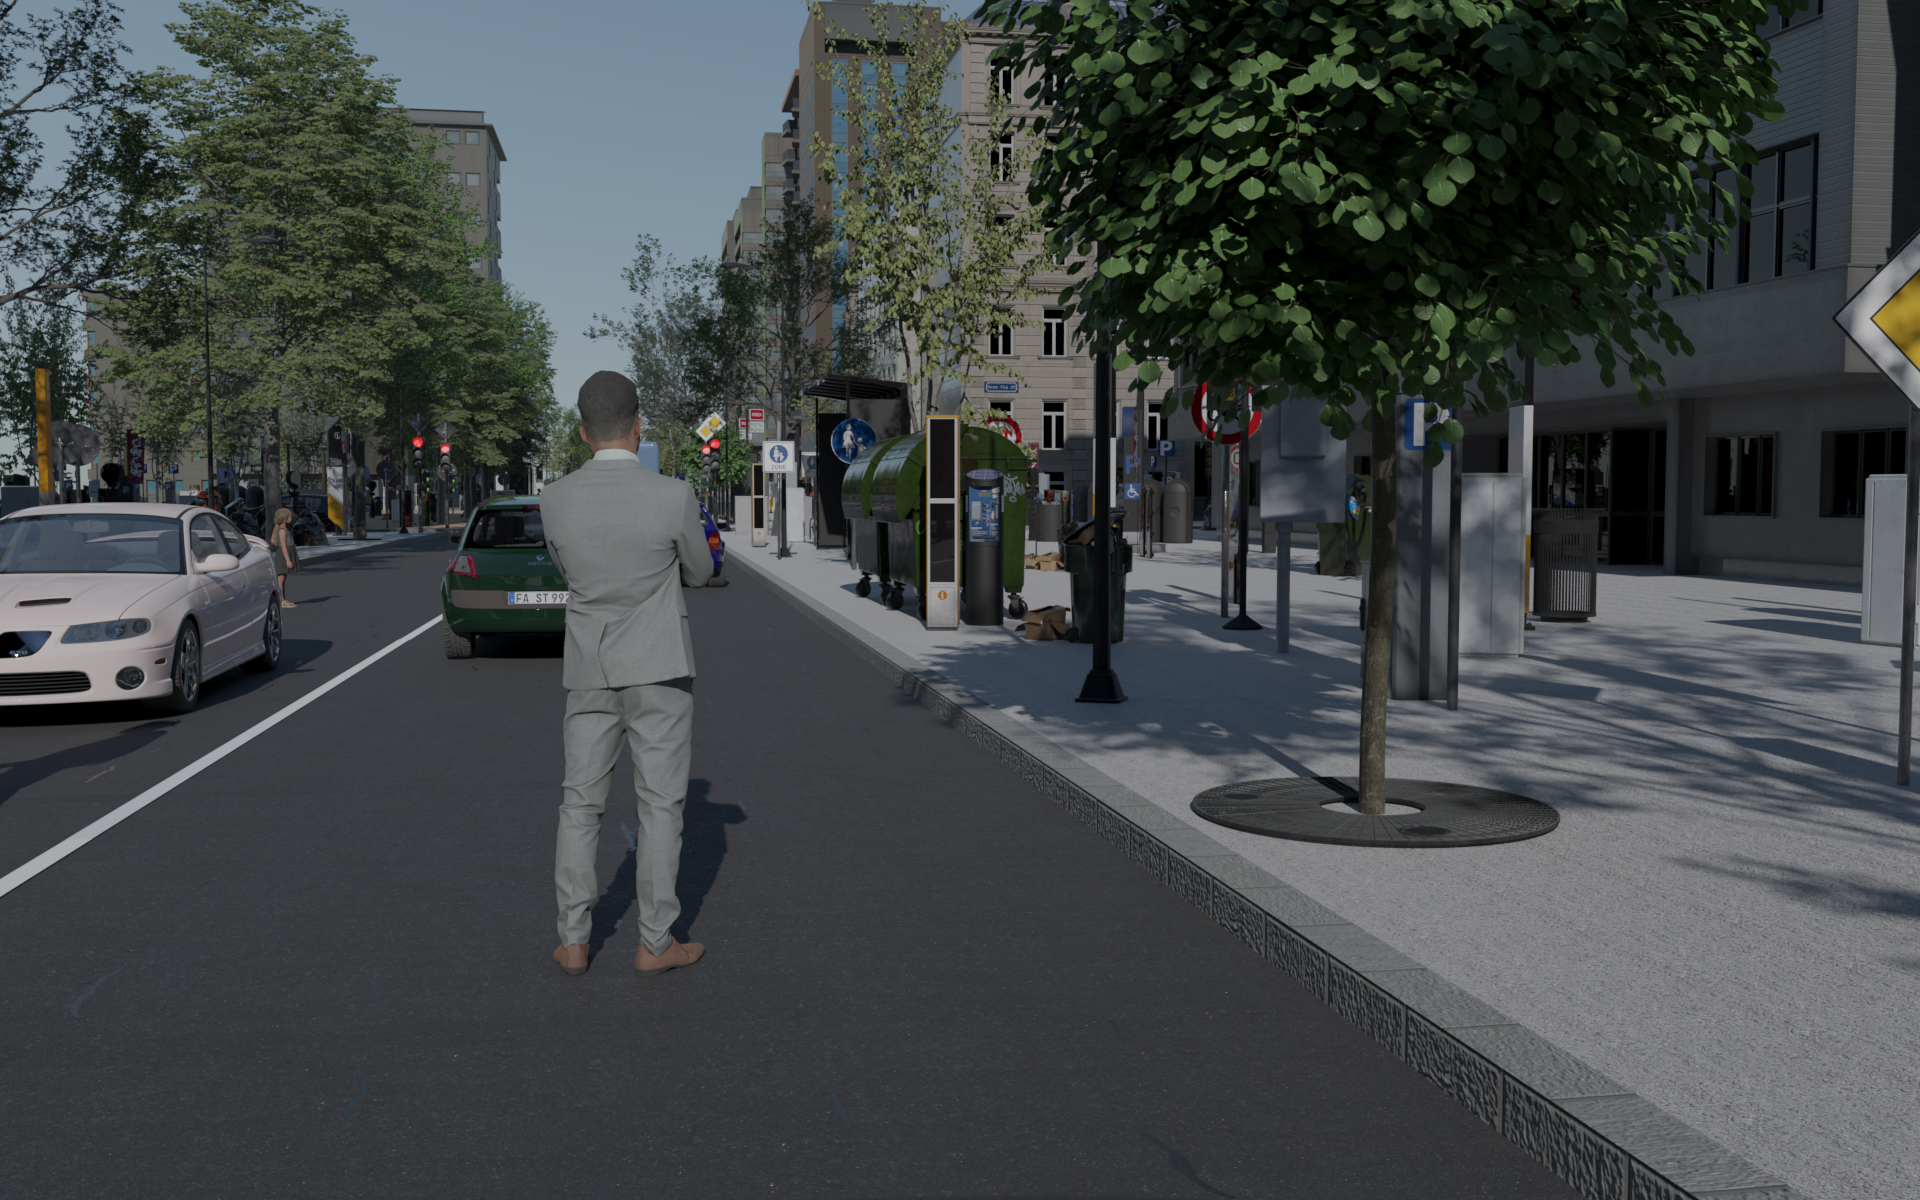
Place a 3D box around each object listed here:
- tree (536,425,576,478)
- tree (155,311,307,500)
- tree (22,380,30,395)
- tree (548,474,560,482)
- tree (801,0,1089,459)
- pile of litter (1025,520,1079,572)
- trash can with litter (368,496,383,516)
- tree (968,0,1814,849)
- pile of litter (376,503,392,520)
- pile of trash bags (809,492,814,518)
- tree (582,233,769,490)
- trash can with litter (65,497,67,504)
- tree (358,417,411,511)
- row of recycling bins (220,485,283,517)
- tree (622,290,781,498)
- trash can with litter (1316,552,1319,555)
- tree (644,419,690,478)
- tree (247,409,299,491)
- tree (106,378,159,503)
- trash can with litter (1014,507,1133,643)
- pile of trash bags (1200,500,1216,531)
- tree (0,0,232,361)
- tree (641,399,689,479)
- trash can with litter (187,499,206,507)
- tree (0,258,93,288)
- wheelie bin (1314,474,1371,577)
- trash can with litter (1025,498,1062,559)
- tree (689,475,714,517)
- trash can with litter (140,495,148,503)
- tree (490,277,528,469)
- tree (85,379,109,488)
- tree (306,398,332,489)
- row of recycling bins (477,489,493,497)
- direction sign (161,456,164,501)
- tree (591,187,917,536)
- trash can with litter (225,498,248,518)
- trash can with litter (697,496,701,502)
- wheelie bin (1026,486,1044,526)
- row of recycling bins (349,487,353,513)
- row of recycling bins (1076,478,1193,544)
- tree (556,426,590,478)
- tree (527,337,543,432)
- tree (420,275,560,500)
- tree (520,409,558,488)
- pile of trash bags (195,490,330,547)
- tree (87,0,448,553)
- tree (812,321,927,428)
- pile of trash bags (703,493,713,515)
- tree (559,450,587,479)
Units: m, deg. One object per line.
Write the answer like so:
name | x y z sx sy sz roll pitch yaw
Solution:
tree | -41.624 -13.925 178.032 4.737 8.622 4.395 0 3 0
tree | -29.157 -7.285 69.473 4.360 8.622 3.978 0 3 0
tree | -40.776 -7.381 71.040 4.360 8.622 3.978 0 3 0
tree | -36.219 -9.761 154.197 1.663 3.219 1.824 0 3 0
tree | -0.395 -4.520 24.268 4.737 8.622 4.395 0 3 0
pile of litter | 1.616 -0.945 29.417 1.176 0.858 1.719 1 4 16
trash can with litter | -34.561 -5.556 102.223 1.055 1.170 0.624 3 4 36
tree | 1.598 -1.410 6.775 4.285 4.588 4.351 0 3 0
pile of litter | -28.252 -4.415 86.150 1.719 0.858 1.176 0 4 -4
pile of trash bags | -8.388 -5.237 95.384 1.912 1.369 3.447 0 4 7
tree | -20.669 -16.577 126.928 12.611 20.169 13.585 0 3 0
trash can with litter | -36.480 -3.728 72.013 2.233 1.210 1.678 -3 4 -37
tree | -43.927 -11.149 132.644 4.360 8.622 3.978 0 3 0
row of recycling bins | -33.902 -4.610 82.487 3.534 1.692 1.069 1 4 11
tree | -15.783 -11.863 104.330 12.009 13.543 11.850 0 3 0
trash can with litter | 7.678 -1.423 34.655 1.055 1.170 0.624 1 4 21
tree | -25.232 -12.316 151.729 4.737 8.622 4.395 0 3 0
tree | -51.431 -11.025 130.623 4.737 8.622 4.395 0 3 0
tree | -44.507 -8.930 96.376 4.360 8.622 3.978 0 3 0
trash can with litter | 0.968 -0.224 15.058 1.055 1.170 0.624 2 4 32
pile of trash bags | 9.314 -3.113 60.654 1.912 1.369 3.447 1 4 16
tree | -13.579 -5.427 23.151 7.601 10.594 8.767 -1 4 -23
tree | -34.698 -17.641 206.563 7.486 12.596 7.792 0 3 0
trash can with litter | -16.275 -1.519 36.228 1.055 1.170 0.624 1 4 14
tree | -28.071 -6.258 52.686 4.737 8.622 4.395 0 3 0
wheelie bin | 6.000 -1.183 27.246 0.693 1.594 0.980 -3 4 -36
trash can with litter | 1.389 -1.417 34.233 2.233 1.210 1.678 1 4 13
tree | -14.212 -6.149 95.140 1.663 3.219 1.824 0 3 0
trash can with litter | -55.601 -6.498 117.293 2.233 1.210 1.678 0 4 -3
tree | -22.212 -9.436 72.413 7.486 12.596 7.792 0 3 0
tree | -51.644 -9.535 106.263 4.360 8.622 3.978 0 3 0
tree | -40.008 -9.561 106.688 4.360 8.622 3.978 0 3 0
row of recycling bins | -35.963 -7.753 133.867 3.534 1.692 1.069 -1 4 -9
direction sign | -47.701 -6.828 103.629 0.379 3.537 0.876 -2 4 -26
tree | -5.363 -7.233 52.674 7.601 10.594 8.767 2 4 27
trash can with litter | -21.955 -2.480 51.927 1.055 1.170 0.624 -3 4 -37
trash can with litter | -15.366 -5.427 100.121 1.055 1.170 0.624 0 4 -8
wheelie bin | 2.882 -3.777 69.659 0.980 1.594 0.693 1 4 9
row of recycling bins | -36.606 -5.879 103.230 1.069 1.692 3.534 -1 4 -16
row of recycling bins | 4.761 -2.386 46.121 1.069 1.692 3.534 -3 5 -41
tree | -50.810 -18.199 231.964 7.601 10.594 8.767 -1 4 -11
tree | -24.962 -10.448 88.954 7.486 12.596 7.792 0 3 0
tree | -27.350 -11.813 99.798 9.857 13.997 8.962 0 3 0
tree | -36.421 -12.142 148.881 4.360 8.622 3.978 0 3 0
pile of trash bags | -17.018 -1.959 41.784 1.912 1.369 3.447 1 4 22
tree | -14.722 -7.329 37.962 7.486 12.596 7.792 0 3 0
tree | -3.632 -7.485 72.748 4.360 8.622 3.978 0 3 0
pile of trash bags | -16.374 -6.755 120.197 1.912 1.369 3.447 1 4 20
tree | -59.615 -21.992 276.570 9.611 12.733 9.660 0 3 0
